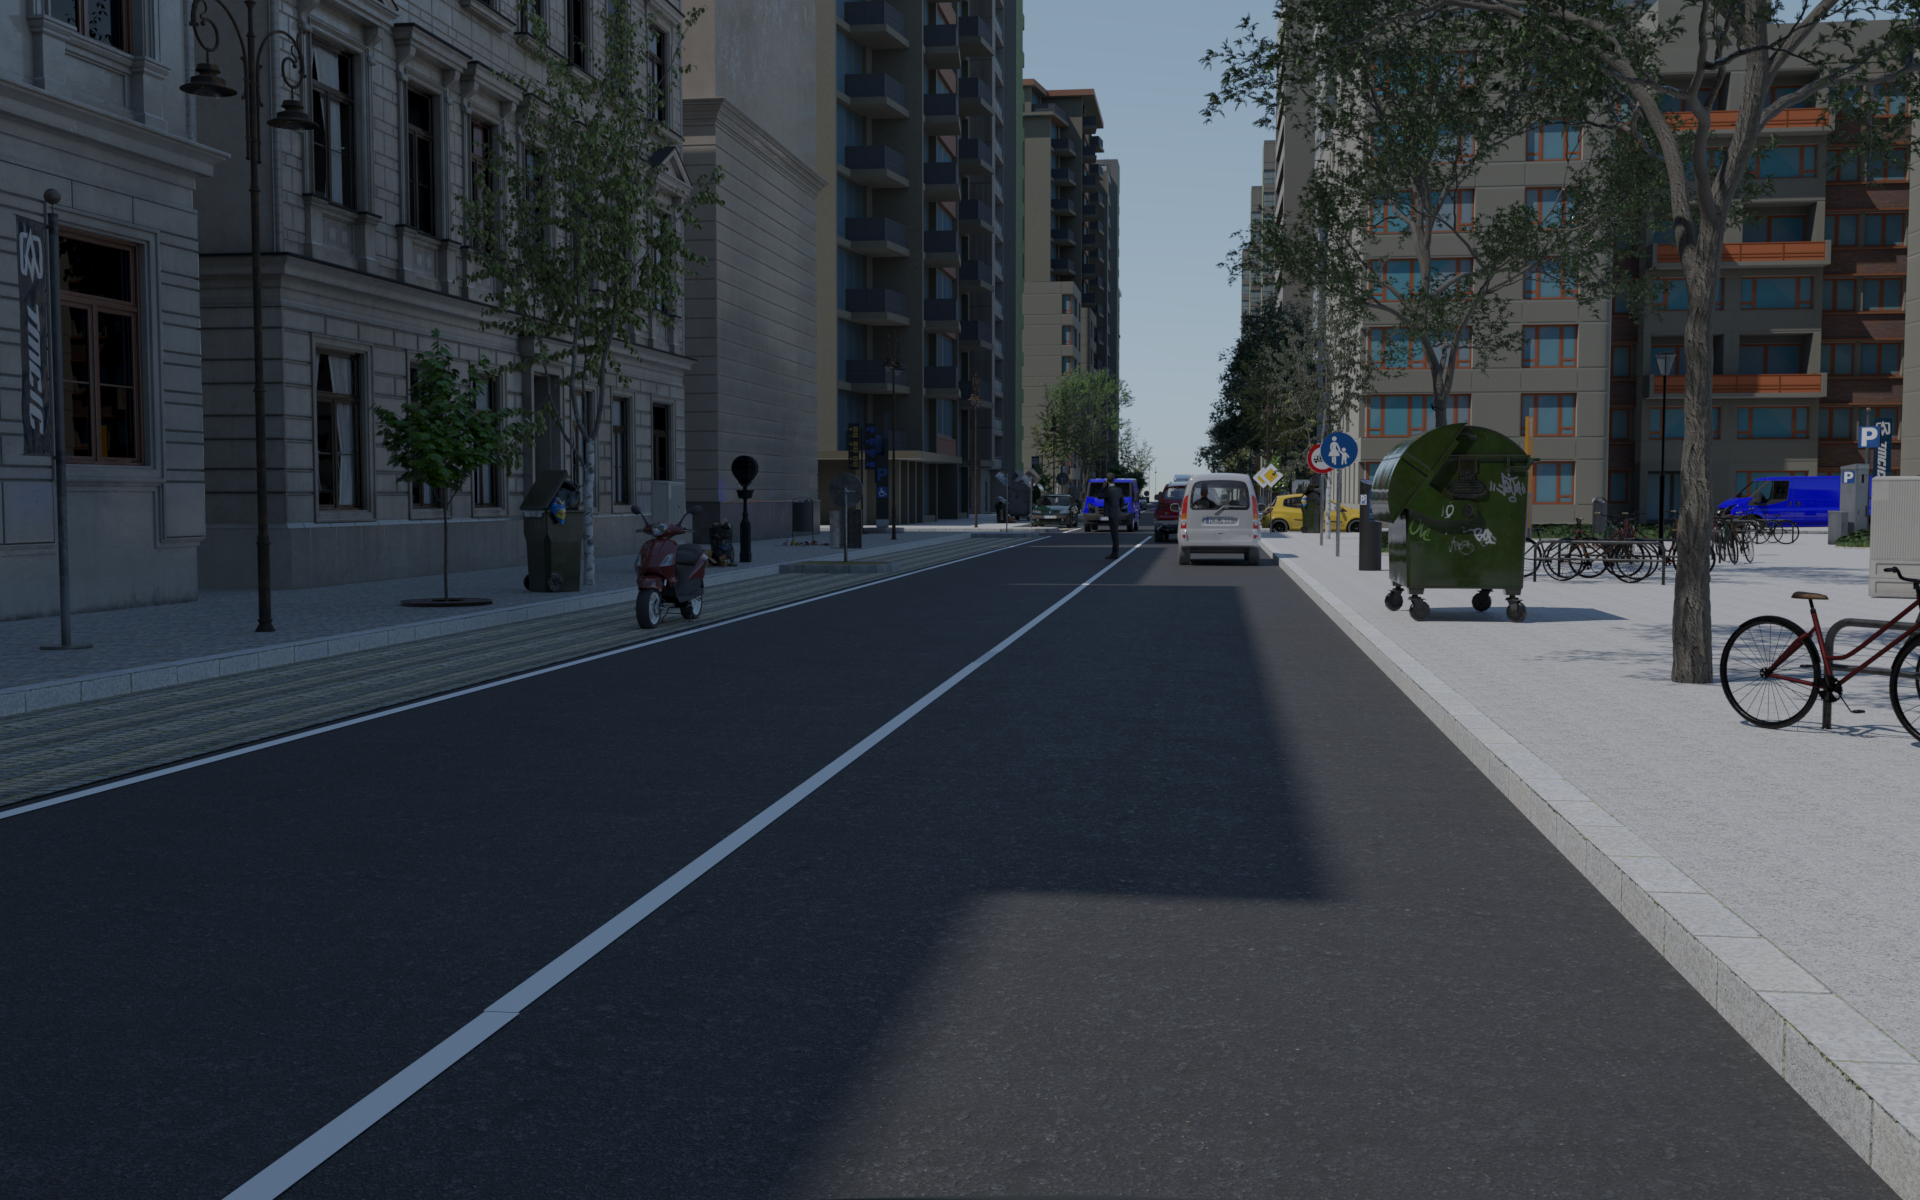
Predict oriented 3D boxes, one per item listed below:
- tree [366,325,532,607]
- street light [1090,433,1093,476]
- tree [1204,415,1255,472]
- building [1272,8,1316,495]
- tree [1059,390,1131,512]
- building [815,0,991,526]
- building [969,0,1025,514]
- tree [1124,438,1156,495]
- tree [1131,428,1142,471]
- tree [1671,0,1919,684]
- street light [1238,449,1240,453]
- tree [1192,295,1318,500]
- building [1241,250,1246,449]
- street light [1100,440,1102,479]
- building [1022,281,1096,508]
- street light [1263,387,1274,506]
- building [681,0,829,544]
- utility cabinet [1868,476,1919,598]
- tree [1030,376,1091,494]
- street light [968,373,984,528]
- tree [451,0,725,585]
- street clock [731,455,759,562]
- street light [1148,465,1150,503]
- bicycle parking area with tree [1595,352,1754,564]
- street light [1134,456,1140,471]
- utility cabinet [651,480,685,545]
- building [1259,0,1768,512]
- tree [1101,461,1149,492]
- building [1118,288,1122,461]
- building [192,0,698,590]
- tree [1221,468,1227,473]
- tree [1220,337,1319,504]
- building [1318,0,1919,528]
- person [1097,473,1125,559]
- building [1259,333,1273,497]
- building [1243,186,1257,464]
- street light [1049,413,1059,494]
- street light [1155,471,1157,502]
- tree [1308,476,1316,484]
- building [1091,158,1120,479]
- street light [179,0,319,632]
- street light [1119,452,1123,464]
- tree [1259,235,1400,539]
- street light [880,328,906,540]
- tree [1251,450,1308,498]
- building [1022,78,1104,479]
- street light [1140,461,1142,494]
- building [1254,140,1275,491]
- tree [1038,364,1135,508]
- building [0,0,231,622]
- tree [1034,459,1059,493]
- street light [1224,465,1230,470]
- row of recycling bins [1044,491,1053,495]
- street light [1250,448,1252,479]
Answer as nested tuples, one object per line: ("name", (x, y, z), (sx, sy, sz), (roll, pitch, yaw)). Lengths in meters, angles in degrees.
("tree", (-6.089, -1.557, 20.059), (1.663, 3.219, 1.824), (0, 3, 0))
("street light", (9.835, -9.577, 129.378), (0.468, 5.910, 1.993), (1, 4, 8))
("tree", (34.945, -18.089, 221.516), (9.928, 11.665, 9.643), (0, 3, 0))
("building", (39.199, -32.450, 154.259), (21.300, 48.544, 21.600), (1, 4, 8))
("tree", (8.776, -10.402, 120.437), (4.360, 8.622, 3.978), (0, 3, 0))
("building", (-10.219, -26.221, 83.344), (22.147, 44.769, 28.867), (1, 4, 8))
("building", (-3.529, -26.245, 112.702), (14.154, 41.232, 14.086), (1, 4, 8))
("tree", (23.743, -16.990, 228.155), (4.737, 8.622, 4.395), (0, 3, 0))
("tree", (16.776, -13.918, 177.927), (4.360, 8.622, 3.978), (0, 3, 0))
("tree", (4.686, -4.707, 11.365), (7.601, 10.594, 8.767), (-2, 4, -29))
("street light", (23.841, -10.779, 149.030), (0.468, 5.910, 1.993), (1, 4, 8))
("tree", (18.079, -11.114, 98.726), (9.611, 12.733, 9.660), (0, 3, 0))
("building", (53.695, -36.961, 287.900), (14.154, 41.232, 14.086), (1, 4, 8))
("street light", (11.572, -10.374, 142.405), (0.468, 5.910, 1.993), (1, 4, 8))
("building", (-2.424, -19.095, 157.237), (27.650, 21.520, 28.899), (1, 4, 8))
("street light", (13.151, -6.194, 74.067), (0.468, 5.910, 1.993), (1, 4, 8))
("building", (-17.263, -15.499, 50.668), (25.104, 27.353, 12.463), (1, 4, 8))
("utility cabinet", (11.782, -0.761, 21.129), (1.173, 1.500, 0.318), (2, 4, 35))
("tree", (6.147, -9.682, 108.666), (4.737, 8.622, 4.395), (0, 3, 0))
("street light", (0.616, -5.701, 66.004), (0.468, 5.910, 1.993), (1, 4, 8))
("tree", (-5.304, -4.534, 24.494), (4.737, 8.622, 4.395), (0, 3, 0))
("street clock", (-4.031, -1.708, 32.502), (0.471, 2.002, 0.358), (0, 4, 8))
("street light", (28.027, -17.352, 256.487), (0.468, 5.910, 1.993), (1, 4, 8))
("bicycle parking area with tree", (16.786, -2.898, 34.389), (8.231, 4.147, 9.016), (2, 4, 33))
("street light", (20.806, -14.250, 205.777), (0.468, 5.910, 1.993), (1, 4, 8))
("utility cabinet", (-4.804, -1.220, 28.620), (0.318, 1.500, 1.173), (0, 4, 4))
("building", (37.491, -26.206, 120.345), (32.217, 40.220, 23.993), (1, 4, 8))
("tree", (15.219, -11.232, 167.362), (4.285, 4.588, 4.351), (0, 3, 0))
("building", (13.900, -36.490, 288.490), (32.217, 40.220, 23.993), (1, 4, 8))
("building", (-12.283, -10.246, 32.157), (10.561, 19.102, 19.286), (1, 4, 8))
("tree", (40.219, -18.856, 258.650), (4.360, 8.622, 3.978), (0, 3, 0))
("tree", (14.826, -8.050, 81.975), (4.737, 8.622, 4.395), (0, 3, 0))
("building", (31.223, -14.113, 75.792), (28.899, 21.520, 27.650), (1, 4, 8))
("person", (3.328, -1.863, 38.327), (0.474, 1.900, 0.648), (2, 4, 28))
("building", (45.226, -20.515, 180.464), (27.650, 21.520, 28.899), (1, 4, 8))
("building", (45.600, -33.476, 230.921), (14.154, 41.232, 14.086), (1, 4, 8))
("street light", (5.296, -7.639, 97.681), (0.468, 5.910, 1.993), (1, 4, 8))
("street light", (32.567, -19.290, 288.184), (0.468, 5.910, 1.993), (1, 4, 8))
("tree", (20.936, -6.783, 105.504), (1.663, 3.219, 1.824), (0, 3, 0))
("building", (11.560, -31.978, 206.426), (14.154, 41.232, 14.086), (1, 4, 8))
("street light", (-6.482, -2.642, 15.983), (0.468, 5.910, 1.993), (1, 4, 8))
("street light", (16.243, -12.312, 174.083), (0.468, 5.910, 1.993), (1, 4, 8))
("tree", (10.520, -6.056, 49.375), (4.360, 8.622, 3.978), (0, 3, 0))
("street light", (-1.857, -4.631, 48.504), (0.468, 5.910, 1.993), (1, 4, 8))
("tree", (13.932, -4.995, 76.273), (1.663, 3.219, 1.824), (0, 3, 0))
("building", (3.877, -32.479, 185.656), (22.147, 44.769, 28.867), (1, 4, 8))
("street light", (23.411, -15.382, 224.287), (0.468, 5.910, 1.993), (1, 4, 8))
("building", (42.140, -31.705, 201.974), (14.154, 41.232, 14.086), (1, 4, 8))
("tree", (10.022, -12.949, 137.472), (9.928, 11.665, 9.643), (0, 3, 0))
("building", (-15.401, -10.701, 11.117), (11.583, 22.565, 21.152), (1, 4, 8))
("tree", (4.271, -6.051, 93.540), (1.663, 3.219, 1.824), (0, 3, 0))
("street light", (35.903, -15.911, 232.926), (0.468, 5.910, 1.993), (1, 4, 8))
("row of recycling bins", (5.532, -7.798, 134.607), (3.534, 1.692, 1.069), (1, 4, 18))
("street light", (17.745, -8.133, 105.756), (0.468, 5.910, 1.993), (1, 4, 8))
